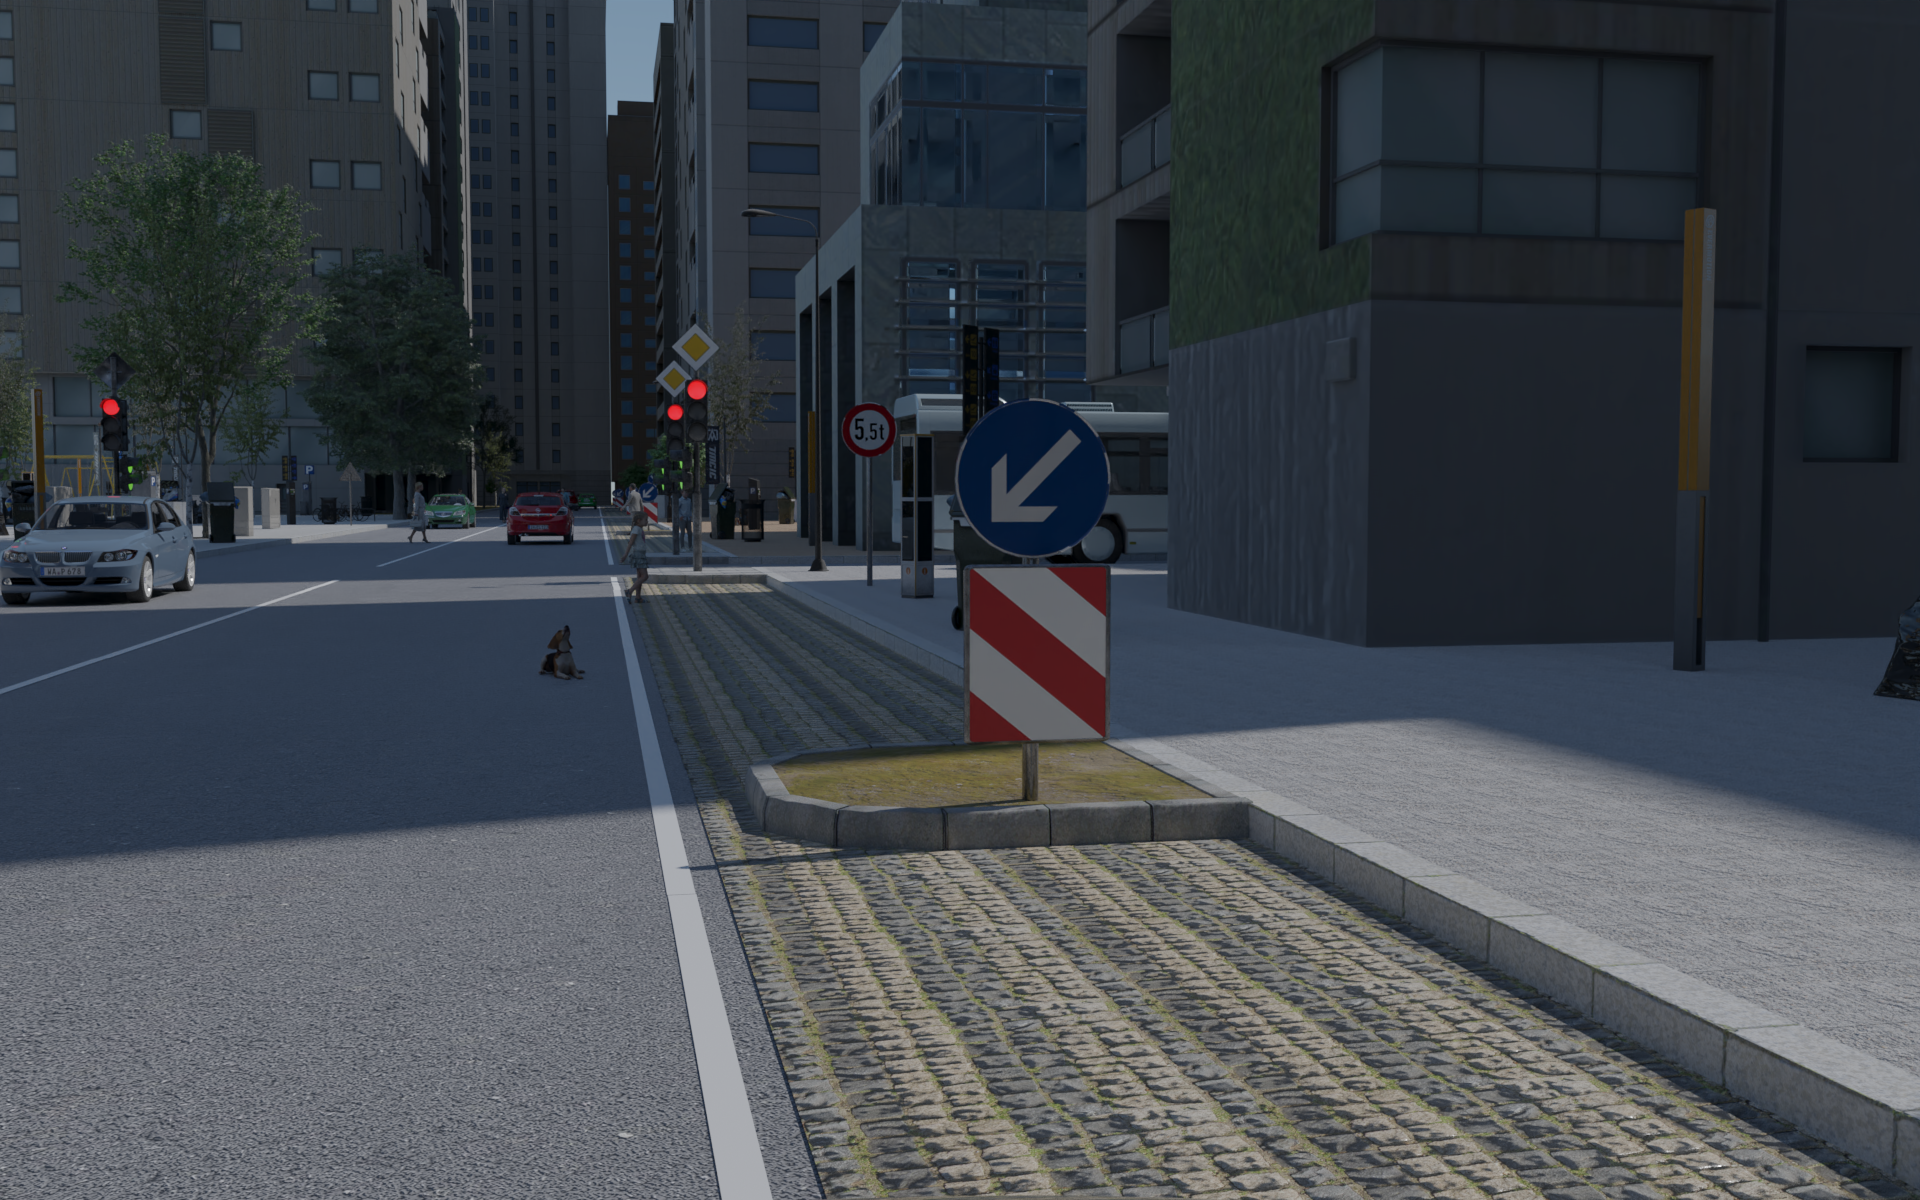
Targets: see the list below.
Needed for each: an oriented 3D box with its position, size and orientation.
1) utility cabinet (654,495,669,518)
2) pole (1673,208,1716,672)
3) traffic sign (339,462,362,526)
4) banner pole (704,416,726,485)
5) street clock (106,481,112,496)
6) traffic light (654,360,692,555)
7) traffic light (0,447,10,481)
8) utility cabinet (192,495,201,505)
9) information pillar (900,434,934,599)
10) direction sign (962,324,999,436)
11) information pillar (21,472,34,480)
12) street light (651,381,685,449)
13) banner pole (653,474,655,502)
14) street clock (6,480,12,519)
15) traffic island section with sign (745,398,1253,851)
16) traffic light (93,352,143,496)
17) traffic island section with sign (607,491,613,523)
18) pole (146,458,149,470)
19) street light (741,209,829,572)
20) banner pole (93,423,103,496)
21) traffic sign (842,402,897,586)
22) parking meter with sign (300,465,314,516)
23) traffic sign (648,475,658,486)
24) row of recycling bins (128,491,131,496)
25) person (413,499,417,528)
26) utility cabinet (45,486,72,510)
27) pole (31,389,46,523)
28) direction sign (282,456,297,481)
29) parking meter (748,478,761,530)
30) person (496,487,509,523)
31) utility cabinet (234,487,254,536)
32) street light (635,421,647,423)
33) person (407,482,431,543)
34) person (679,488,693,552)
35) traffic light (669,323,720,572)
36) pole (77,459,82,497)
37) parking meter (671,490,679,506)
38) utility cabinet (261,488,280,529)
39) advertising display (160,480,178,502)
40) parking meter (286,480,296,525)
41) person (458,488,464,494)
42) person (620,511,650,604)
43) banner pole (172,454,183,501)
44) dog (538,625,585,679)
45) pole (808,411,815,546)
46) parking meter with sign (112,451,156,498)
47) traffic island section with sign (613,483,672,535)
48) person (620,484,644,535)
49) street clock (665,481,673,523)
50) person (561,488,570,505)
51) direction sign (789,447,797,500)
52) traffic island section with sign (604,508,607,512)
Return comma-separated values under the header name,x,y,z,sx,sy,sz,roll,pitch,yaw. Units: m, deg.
name,x,y,z,sx,sy,sz,roll,pitch,yaw
utility cabinet,-16.012,-4.998,92.886,1.020,1.237,0.306,3,5,45
pole,5.306,-1.141,12.506,0.158,3.312,0.155,0,3,0
traffic sign,-24.604,-4.276,69.917,0.884,2.594,0.081,0,4,-7
banner pole,-7.813,-4.026,55.846,0.863,3.779,0.401,0,4,-1
street clock,-47.972,-5.691,97.617,0.358,2.002,0.471,-2,4,-27
traffic light,-6.012,-2.906,36.436,0.839,4.253,0.868,-1,4,-12
traffic light,-14.999,-2.291,26.381,0.839,4.253,0.868,-1,4,-12
utility cabinet,-43.818,-5.445,100.192,1.020,1.237,0.306,-1,4,-16
information pillar,-0.525,-1.030,21.336,0.304,2.012,0.304,-3,5,-40
direction sign,0.285,-1.929,23.536,0.379,3.537,0.876,2,4,33
information pillar,-31.097,-3.262,57.825,0.304,2.012,0.304,-1,4,-14
street light,-11.869,-6.030,71.139,1.470,5.913,1.316,-1,4,-12
banner pole,-17.486,-6.663,98.960,0.401,3.779,0.863,0,4,-5
street clock,-49.455,-5.245,90.318,0.471,2.002,0.358,2,4,23
traffic island section with sign,0.048,0.044,7.901,1.989,1.847,2.006,-1,4,-12
traffic light,-16.639,-2.769,34.196,0.839,4.253,0.868,-1,4,-12
traffic island section with sign,-16.656,-4.818,87.407,1.989,1.847,2.006,-1,4,-12
pole,-43.905,-6.109,93.725,0.158,3.312,0.155,0,3,0
street light,-2.883,-3.424,28.528,1.470,5.913,1.316,-1,4,-12
banner pole,-30.308,-4.338,60.951,0.863,3.779,0.401,3,5,44
traffic sign,-1.259,-1.469,24.124,0.768,2.556,0.104,0,4,-2
parking meter with sign,-39.318,-6.602,104.207,0.543,3.016,1.738,0,4,-7
traffic sign,-18.407,-6.377,104.375,0.768,2.556,0.104,0,4,-3
row of recycling bins,-40.716,-4.847,86.358,1.069,1.692,3.534,-1,4,-17
person,-22.660,-3.603,72.099,0.352,1.250,0.332,3,5,42
utility cabinet,-25.249,-2.438,48.534,0.318,1.500,1.173,0,4,-4
pole,-17.917,-2.438,33.703,0.158,3.312,0.155,0,3,0
direction sign,-39.497,-6.734,102.090,0.876,3.537,0.379,0,4,3
parking meter,-7.363,-3.448,62.080,0.399,1.863,0.255,1,4,17
person,-22.729,-4.721,86.116,0.576,1.772,0.534,-3,4,-38
utility cabinet,-21.759,-2.633,51.735,1.173,1.500,0.318,0,4,4
street light,-19.925,-8.405,109.964,1.470,5.913,1.316,-1,4,-12
person,-15.773,-2.543,50.432,0.624,1.780,0.694,0,4,-1
person,-6.799,-1.987,42.806,0.589,1.601,0.330,-3,5,-42
traffic light,-4.371,-2.428,28.620,0.839,4.253,0.868,-1,4,-12
pole,-50.977,-6.510,100.288,0.158,3.312,0.155,0,3,0
parking meter,-13.686,-4.570,83.137,0.372,1.533,0.369,0,3,0
utility cabinet,-25.426,-3.379,63.927,0.318,1.500,1.173,0,4,-4
advertising display,-37.077,-4.648,81.201,0.123,1.923,0.974,2,4,24
parking meter,-27.989,-4.083,72.465,0.255,1.863,0.399,-3,5,-44
person,-30.749,-5.998,106.905,0.599,1.781,0.374,-1,4,-13
person,-4.252,-0.561,22.683,0.382,1.210,0.505,0,4,-7
banner pole,-43.644,-6.526,96.711,0.863,3.779,0.401,1,4,13
dog,-3.101,0.395,13.734,0.550,0.427,0.748,1,4,16
pole,-3.655,-2.991,42.752,0.158,3.312,0.155,0,3,0
parking meter with sign,-27.317,-3.772,57.931,1.738,3.016,0.543,0,4,-2
traffic island section with sign,-11.051,-3.187,60.729,1.989,1.847,2.006,-1,4,-12
person,-11.124,-3.080,59.132,0.850,1.792,0.678,2,4,29
street clock,-12.956,-4.443,77.217,0.358,2.002,0.471,-2,4,-31
person,-23.825,-5.876,104.599,0.660,1.820,0.620,1,4,17
direction sign,-7.948,-5.622,83.920,0.379,3.537,0.876,3,5,44
traffic island section with sign,-26.883,-7.800,136.150,1.989,1.847,2.006,-1,4,-12
